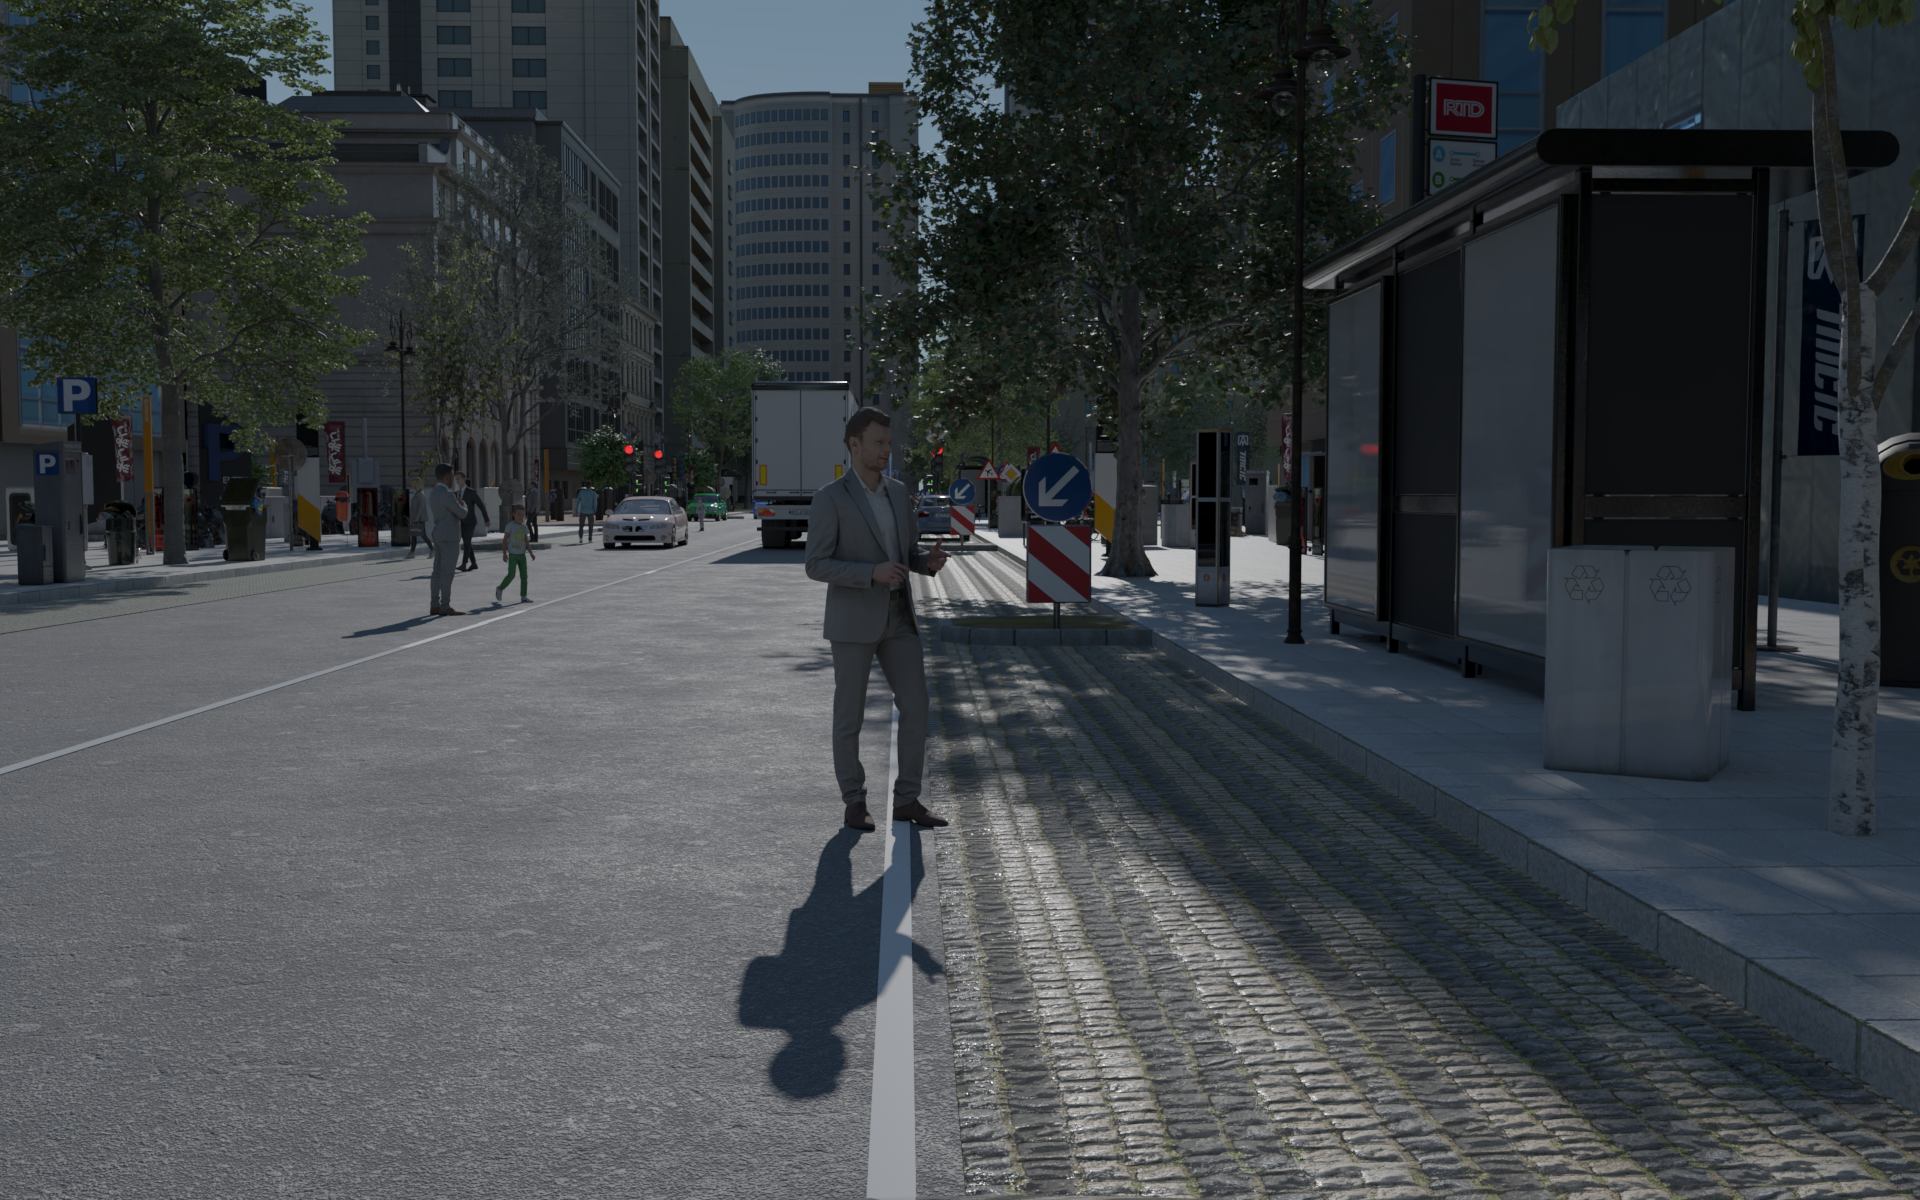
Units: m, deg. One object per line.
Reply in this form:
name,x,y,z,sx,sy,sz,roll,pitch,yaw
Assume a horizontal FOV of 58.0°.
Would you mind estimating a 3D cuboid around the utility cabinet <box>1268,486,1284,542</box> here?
utility cabinet,8.453,-2.278,45.917,0.318,1.500,1.173,0,4,-1

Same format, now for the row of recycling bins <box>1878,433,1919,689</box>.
row of recycling bins,7.135,-0.212,10.579,1.069,1.692,3.534,-2,4,-28

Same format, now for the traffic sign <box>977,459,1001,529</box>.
traffic sign,1.054,-3.868,63.250,0.884,2.594,0.081,0,4,0

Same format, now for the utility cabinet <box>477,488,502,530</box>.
utility cabinet,-16.432,-3.178,60.647,0.318,1.500,1.173,1,4,21

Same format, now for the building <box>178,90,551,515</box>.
building,-31.040,-15.373,93.154,13.314,21.916,24.055,0,4,-2

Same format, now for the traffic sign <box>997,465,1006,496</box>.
traffic sign,1.977,-4.641,75.989,0.768,2.556,0.104,0,4,5

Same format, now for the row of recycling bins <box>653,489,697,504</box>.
row of recycling bins,-21.920,-7.747,133.776,3.534,1.692,1.069,-1,4,-20

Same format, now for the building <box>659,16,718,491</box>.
building,-37.522,-34.057,180.536,21.300,48.544,21.600,0,4,-2

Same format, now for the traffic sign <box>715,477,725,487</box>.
traffic sign,-18.096,-7.987,130.698,0.768,2.556,0.104,0,4,-1

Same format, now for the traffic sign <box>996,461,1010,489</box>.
traffic sign,1.851,-4.156,67.948,0.884,2.594,0.081,0,4,7

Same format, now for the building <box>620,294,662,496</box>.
building,-30.470,-16.774,138.880,10.561,19.102,19.286,0,4,-2

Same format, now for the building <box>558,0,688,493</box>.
building,-36.065,-44.049,158.450,20.563,71.187,20.611,0,4,-2

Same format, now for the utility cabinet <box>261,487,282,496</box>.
utility cabinet,-21.513,-2.775,54.045,0.318,1.500,1.173,0,4,1

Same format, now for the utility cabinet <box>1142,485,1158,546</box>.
utility cabinet,4.295,-2.041,42.049,1.173,1.500,0.318,-3,5,-39

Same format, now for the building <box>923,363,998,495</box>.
building,9.089,-25.149,256.229,28.899,21.520,27.650,0,4,-2

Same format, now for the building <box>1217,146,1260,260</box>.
building,43.232,-35.837,209.644,21.600,48.544,21.300,0,4,-2

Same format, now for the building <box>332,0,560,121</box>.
building,-60.239,-46.911,205.238,20.611,71.187,20.563,0,4,-2

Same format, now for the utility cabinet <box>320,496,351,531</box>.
utility cabinet,-21.429,-2.948,59.368,1.020,1.237,0.306,-3,4,-35

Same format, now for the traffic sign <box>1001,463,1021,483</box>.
traffic sign,1.912,-3.893,64.843,0.795,2.450,0.064,0,4,2

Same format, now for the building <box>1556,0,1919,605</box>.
building,21.558,-42.741,11.492,22.319,86.520,31.000,0,4,-2

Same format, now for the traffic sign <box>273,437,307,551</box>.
traffic sign,-15.072,-2.378,38.981,0.768,2.556,0.104,0,4,3

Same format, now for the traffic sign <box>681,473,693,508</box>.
traffic sign,-16.709,-6.470,105.887,0.768,2.556,0.104,0,4,4

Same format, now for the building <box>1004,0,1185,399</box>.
building,15.649,-40.466,203.617,21.231,58.520,28.212,0,4,-2

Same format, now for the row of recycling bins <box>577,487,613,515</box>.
row of recycling bins,-22.526,-6.109,106.998,1.069,1.692,3.534,-3,5,-45

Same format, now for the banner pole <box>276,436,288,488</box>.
banner pole,-29.118,-5.170,74.542,0.401,3.779,0.863,3,4,37

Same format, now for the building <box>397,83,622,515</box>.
building,-31.717,-19.783,116.955,14.314,27.812,24.014,0,4,-2

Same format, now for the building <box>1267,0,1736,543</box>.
building,16.196,-24.038,43.136,14.600,45.320,14.200,0,4,-2

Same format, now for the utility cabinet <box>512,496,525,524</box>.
utility cabinet,-16.385,-3.178,63.121,1.020,1.237,0.306,0,4,8

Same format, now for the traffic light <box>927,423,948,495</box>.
traffic light,-0.851,-4.775,66.987,0.839,4.253,0.868,0,4,-2

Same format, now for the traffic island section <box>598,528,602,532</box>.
traffic island section,-12.696,-2.718,66.726,2.009,0.180,2.903,0,4,-2

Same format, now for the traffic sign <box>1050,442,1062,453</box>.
traffic sign,2.365,-2.630,43.003,0.884,2.594,0.081,0,4,4

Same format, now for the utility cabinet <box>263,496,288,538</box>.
utility cabinet,-20.218,-2.404,50.462,1.020,1.237,0.306,-1,4,-21

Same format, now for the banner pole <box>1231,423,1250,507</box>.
banner pole,9.789,-4.335,60.890,0.863,3.779,0.401,0,4,-5

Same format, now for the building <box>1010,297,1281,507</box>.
building,19.614,-20.263,176.342,27.650,21.520,28.899,0,4,-2

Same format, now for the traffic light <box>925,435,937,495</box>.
traffic light,-1.108,-5.263,74.968,0.839,4.253,0.868,0,4,-2

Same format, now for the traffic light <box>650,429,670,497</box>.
traffic light,-12.913,-5.239,74.574,0.839,4.253,0.868,0,4,-2

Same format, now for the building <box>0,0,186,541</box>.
building,-33.268,-24.501,50.704,14.200,45.320,14.600,0,4,-2

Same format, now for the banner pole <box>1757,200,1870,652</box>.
banner pole,6.831,-1.464,13.961,0.401,3.779,0.863,-3,5,-42

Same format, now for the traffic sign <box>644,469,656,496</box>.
traffic sign,-16.037,-5.455,89.302,0.768,2.556,0.104,0,4,4

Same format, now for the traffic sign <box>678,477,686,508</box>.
traffic sign,-17.142,-6.394,106.674,0.606,2.300,0.079,0,4,0

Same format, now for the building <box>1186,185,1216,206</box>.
building,31.522,-36.657,249.450,14.200,45.320,14.600,0,4,-2

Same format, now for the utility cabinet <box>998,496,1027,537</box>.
utility cabinet,1.661,-2.509,52.181,1.020,1.237,0.306,0,4,4

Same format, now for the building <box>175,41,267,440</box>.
building,-44.802,-15.737,86.986,15.834,23.373,12.332,0,4,-2

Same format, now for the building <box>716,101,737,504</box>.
building,-38.209,-35.608,205.887,21.600,48.544,21.300,0,4,-2

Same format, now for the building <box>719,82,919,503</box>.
building,-20.053,-43.343,250.650,28.212,58.520,21.231,0,4,-2

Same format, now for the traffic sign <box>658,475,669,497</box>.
traffic sign,-15.663,-5.469,91.555,0.606,2.300,0.079,0,4,7
